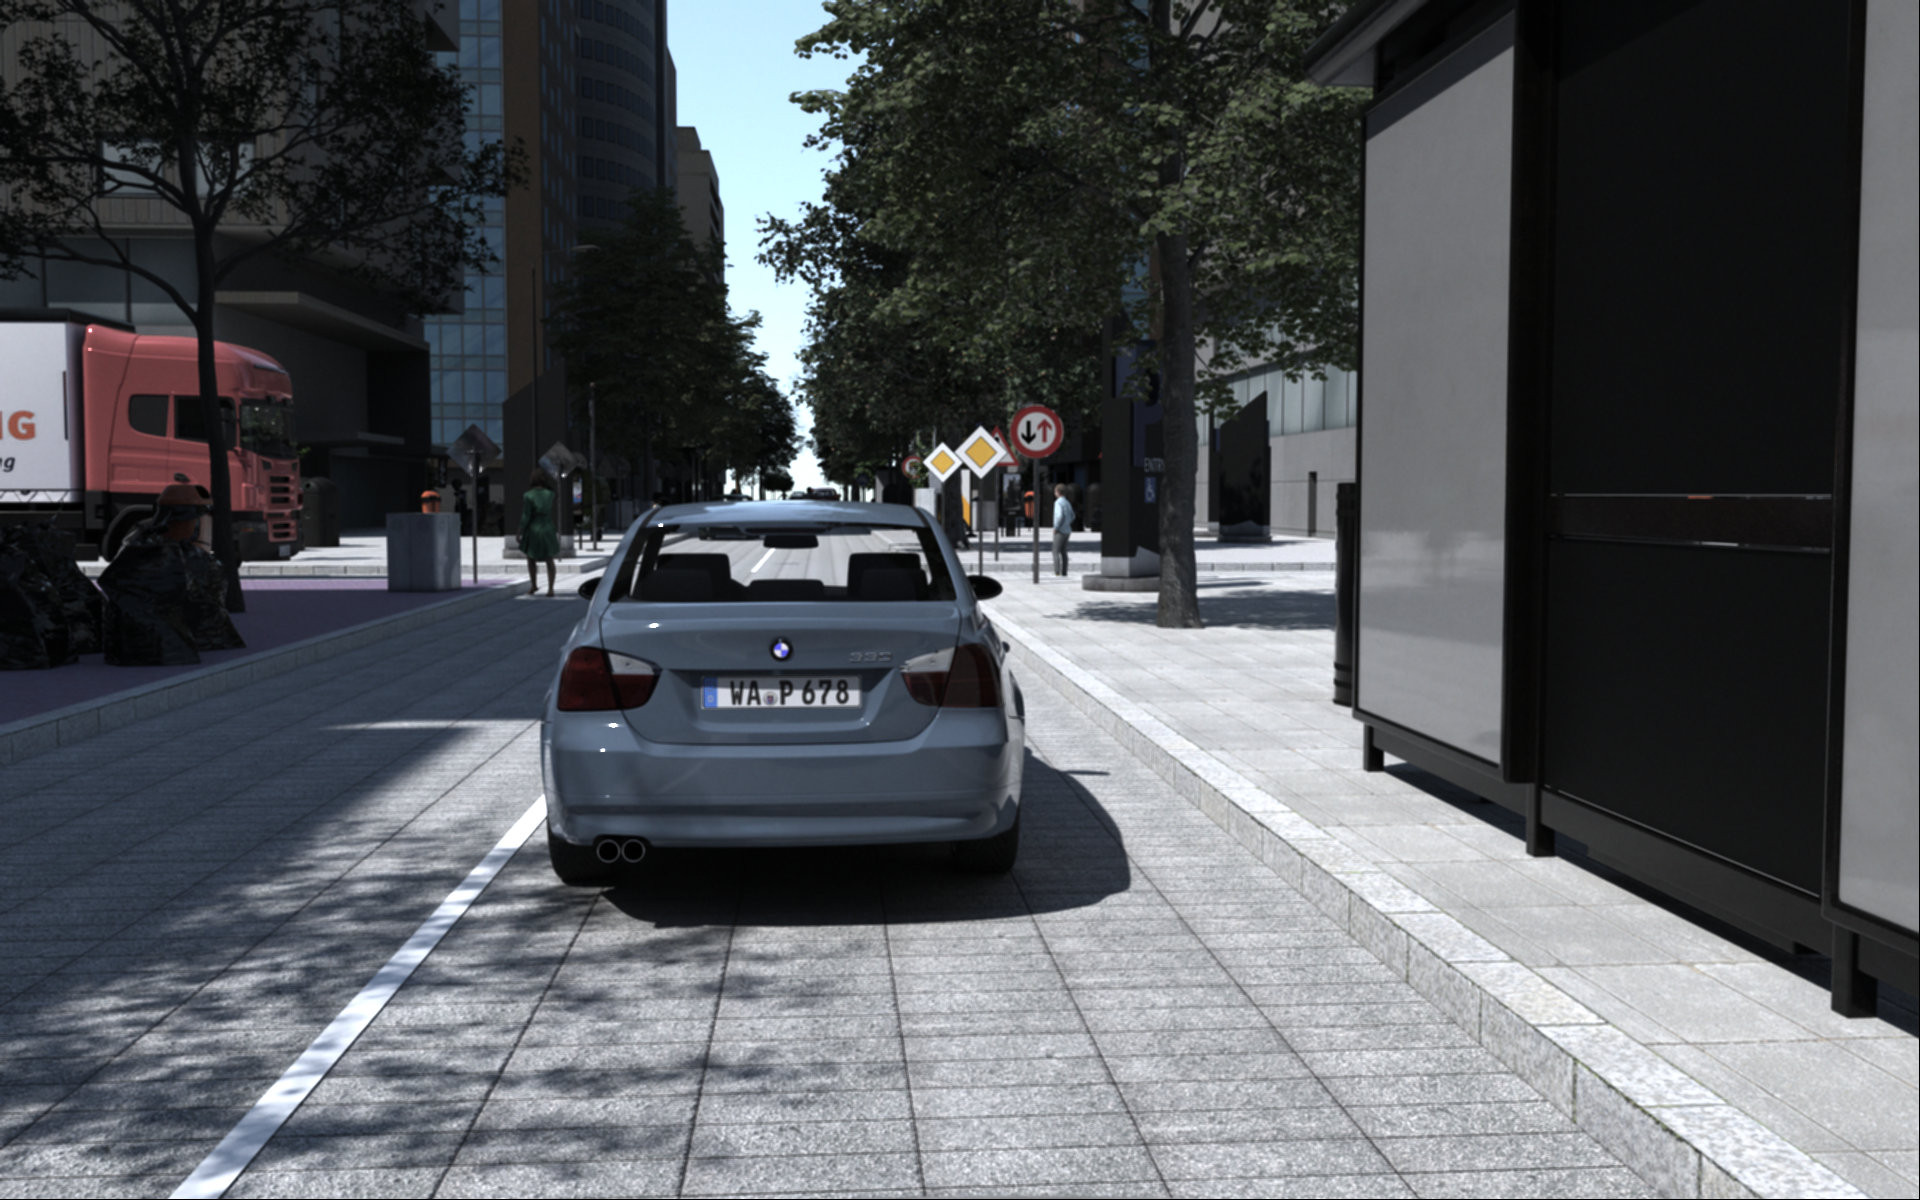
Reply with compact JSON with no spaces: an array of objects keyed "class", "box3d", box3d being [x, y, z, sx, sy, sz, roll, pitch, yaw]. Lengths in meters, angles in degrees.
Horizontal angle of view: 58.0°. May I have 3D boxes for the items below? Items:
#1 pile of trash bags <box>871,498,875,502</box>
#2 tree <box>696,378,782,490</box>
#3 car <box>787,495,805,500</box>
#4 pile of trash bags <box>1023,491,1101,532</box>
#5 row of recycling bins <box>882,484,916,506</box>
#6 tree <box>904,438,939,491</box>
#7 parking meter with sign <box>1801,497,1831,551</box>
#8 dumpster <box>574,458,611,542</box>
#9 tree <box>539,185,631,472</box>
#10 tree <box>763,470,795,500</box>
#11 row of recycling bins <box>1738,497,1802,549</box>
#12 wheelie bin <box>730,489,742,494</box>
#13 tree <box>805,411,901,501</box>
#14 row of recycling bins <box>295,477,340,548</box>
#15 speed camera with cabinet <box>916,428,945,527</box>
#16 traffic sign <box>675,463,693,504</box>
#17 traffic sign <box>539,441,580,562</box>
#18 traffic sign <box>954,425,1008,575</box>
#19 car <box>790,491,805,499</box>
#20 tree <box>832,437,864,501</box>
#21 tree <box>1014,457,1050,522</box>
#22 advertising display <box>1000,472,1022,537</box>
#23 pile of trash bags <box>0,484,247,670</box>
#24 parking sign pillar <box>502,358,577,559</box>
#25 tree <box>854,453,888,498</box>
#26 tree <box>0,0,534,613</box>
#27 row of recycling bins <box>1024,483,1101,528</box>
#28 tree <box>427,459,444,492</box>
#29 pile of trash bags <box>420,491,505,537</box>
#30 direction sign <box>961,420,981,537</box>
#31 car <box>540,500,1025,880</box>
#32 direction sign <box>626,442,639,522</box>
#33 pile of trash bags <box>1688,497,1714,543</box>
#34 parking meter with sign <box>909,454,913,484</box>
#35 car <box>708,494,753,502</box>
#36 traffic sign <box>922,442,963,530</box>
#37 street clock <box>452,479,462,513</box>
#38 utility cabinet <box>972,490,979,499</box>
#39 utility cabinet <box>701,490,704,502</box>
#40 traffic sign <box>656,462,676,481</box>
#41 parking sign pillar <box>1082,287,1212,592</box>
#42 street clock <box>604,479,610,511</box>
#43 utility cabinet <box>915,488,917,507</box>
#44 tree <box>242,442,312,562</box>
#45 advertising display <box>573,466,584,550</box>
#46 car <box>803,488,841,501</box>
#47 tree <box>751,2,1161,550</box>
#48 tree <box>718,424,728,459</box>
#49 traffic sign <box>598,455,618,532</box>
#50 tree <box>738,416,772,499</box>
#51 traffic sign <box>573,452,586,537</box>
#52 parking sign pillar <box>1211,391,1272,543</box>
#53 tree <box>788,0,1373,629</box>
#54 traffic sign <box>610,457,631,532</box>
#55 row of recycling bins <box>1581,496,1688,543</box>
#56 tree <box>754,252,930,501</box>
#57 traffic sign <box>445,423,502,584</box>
[{"class":"pile of trash bags","box3d":[-4.015,-5.947,106.992,1.912,1.369,3.447,1,4,19]},{"class":"tree","box3d":[-16.857,-11.995,130.537,7.601,10.594,8.767,1,4,10]},{"class":"car","box3d":[-16.370,-9.848,173.594,1.945,1.354,3.894,0,4,-4]},{"class":"pile of trash bags","box3d":[3.756,-3.015,59.041,3.447,1.369,1.912,2,4,25]},{"class":"row of recycling bins","box3d":[-1.575,-3.718,67.906,3.534,1.692,1.069,2,4,33]},{"class":"tree","box3d":[-0.792,-3.610,53.627,1.663,3.219,1.824,0,3,0]},{"class":"parking meter with sign","box3d":[17.492,-2.382,35.202,1.738,3.016,0.543,-3,5,-43]},{"class":"dumpster","box3d":[-10.339,-2.721,46.982,1.502,2.255,1.985,0,4,-4]},{"class":"tree","box3d":[-11.508,-8.898,63.602,7.486,12.596,7.792,0,3,0]},{"class":"tree","box3d":[-26.667,-17.115,263.541,4.285,4.588,4.351,0,3,0]},{"class":"row of recycling bins","box3d":[20.175,-2.055,40.714,3.534,1.692,1.069,0,3,0]},{"class":"wheelie bin","box3d":[-13.782,-6.044,106.732,0.980,1.594,0.693,2,4,30]},{"class":"tree","box3d":[-12.244,-17.805,197.764,9.857,13.997,8.962,0,3,0]},{"class":"row of recycling bins","box3d":[-16.467,-2.179,42.742,3.534,1.692,1.069,3,5,41]},{"class":"speed camera with cabinet","box3d":[-0.719,-3.397,49.883,0.660,3.252,2.038,1,4,14]},{"class":"traffic sign","box3d":[-11.408,-4.362,71.424,0.768,2.556,0.104,0,4,-1]},{"class":"traffic sign","box3d":[-7.556,-1.774,32.655,0.795,2.450,0.064,0,4,-5]},{"class":"traffic sign","box3d":[0.300,-1.321,25.246,0.795,2.450,0.064,0,4,-5]},{"class":"car","box3d":[-20.810,-13.153,223.717,2.281,1.827,5.304,0,4,-6]},{"class":"tree","box3d":[-10.529,-13.670,173.869,4.737,8.622,4.395,0,3,0]},{"class":"tree","box3d":[3.243,-5.221,79.967,1.663,3.219,1.824,0,3,0]},{"class":"advertising display","box3d":[1.523,-2.865,52.063,0.123,1.923,0.974,3,4,37]},{"class":"pile of trash bags","box3d":[-6.844,-0.275,14.249,1.912,1.369,3.447,0,4,-7]},{"class":"parking sign pillar","box3d":[-8.418,-2.819,34.565,1.447,3.967,1.447,0,4,6]},{"class":"tree","box3d":[-6.639,-9.105,132.577,4.285,4.588,4.351,0,3,0]},{"class":"tree","box3d":[-8.236,-5.135,18.372,7.601,10.594,8.767,-1,4,-20]},{"class":"row of recycling bins","box3d":[3.967,-3.581,65.657,3.534,1.692,1.069,2,4,35]},{"class":"tree","box3d":[-24.054,-5.115,78.230,1.663,3.219,1.824,0,3,0]},{"class":"pile of trash bags","box3d":[-14.542,-2.599,52.249,3.447,1.369,1.912,-2,4,-35]},{"class":"direction sign","box3d":[0.328,-3.653,51.723,0.876,3.537,0.379,-1,4,-19]},{"class":"car","box3d":[-0.758,0.259,7.775,2.014,1.417,4.499,0,4,-5]},{"class":"direction sign","box3d":[-13.170,-4.749,69.644,0.379,3.537,0.876,1,4,22]},{"class":"pile of trash bags","box3d":[15.790,-1.881,40.512,3.447,1.369,1.912,2,4,29]},{"class":"parking meter with sign","box3d":[-1.496,-4.925,76.791,1.738,3.016,0.543,-2,4,-27]},{"class":"car","box3d":[-7.308,-2.769,55.065,2.009,1.686,4.222,0,4,-3]},{"class":"traffic sign","box3d":[-0.333,-1.808,33.206,0.795,2.450,0.064,0,4,-5]},{"class":"street clock","box3d":[-23.988,-4.773,82.606,0.358,2.002,0.471,2,4,25]},{"class":"utility cabinet","box3d":[0.533,-5.391,96.825,1.173,1.500,0.318,2,4,26]},{"class":"utility cabinet","box3d":[-12.538,-4.575,83.477,0.318,1.500,1.173,-2,4,-28]},{"class":"traffic sign","box3d":[-11.761,-4.233,69.322,0.768,2.556,0.104,0,4,-1]},{"class":"parking sign pillar","box3d":[2.361,-2.122,23.167,1.447,3.967,1.447,2,4,30]},{"class":"street clock","box3d":[-16.990,-4.781,82.733,0.471,2.002,0.358,-2,4,-32]},{"class":"utility cabinet","box3d":[-1.244,-3.776,70.423,0.318,1.500,1.173,3,5,44]},{"class":"tree","box3d":[-13.546,-2.372,33.377,1.663,3.219,1.824,0,3,0]},{"class":"advertising display","box3d":[-9.140,-2.113,39.760,0.974,1.923,0.123,-2,4,-25]},{"class":"car","box3d":[-8.203,-5.795,103.419,2.281,1.827,5.304,0,4,-7]},{"class":"tree","box3d":[-0.106,-7.515,39.873,9.611,12.733,9.660,0,3,0]},{"class":"tree","box3d":[-20.690,-16.646,182.535,12.009,13.543,11.850,0,3,0]},{"class":"traffic sign","box3d":[-11.913,-3.559,58.186,0.884,2.594,0.081,0,4,3]},{"class":"tree","box3d":[-18.276,-12.249,150.626,4.360,8.622,3.978,0,3,0]},{"class":"traffic sign","box3d":[-11.625,-3.190,52.269,0.768,2.556,0.104,0,4,-4]},{"class":"parking sign pillar","box3d":[7.526,-3.501,45.721,1.447,3.967,1.447,3,4,36]},{"class":"tree","box3d":[1.800,-5.988,16.037,7.486,12.596,7.792,0,3,0]},{"class":"traffic sign","box3d":[-11.634,-3.616,59.227,0.768,2.556,0.104,0,4,4]},{"class":"row of recycling bins","box3d":[6.504,-0.786,19.962,3.534,1.692,1.069,0,4,2]},{"class":"tree","box3d":[-3.392,-10.692,85.187,12.009,13.543,11.850,0,3,0]},{"class":"traffic sign","box3d":[-6.923,-1.288,24.695,0.795,2.450,0.064,0,4,-5]}]
